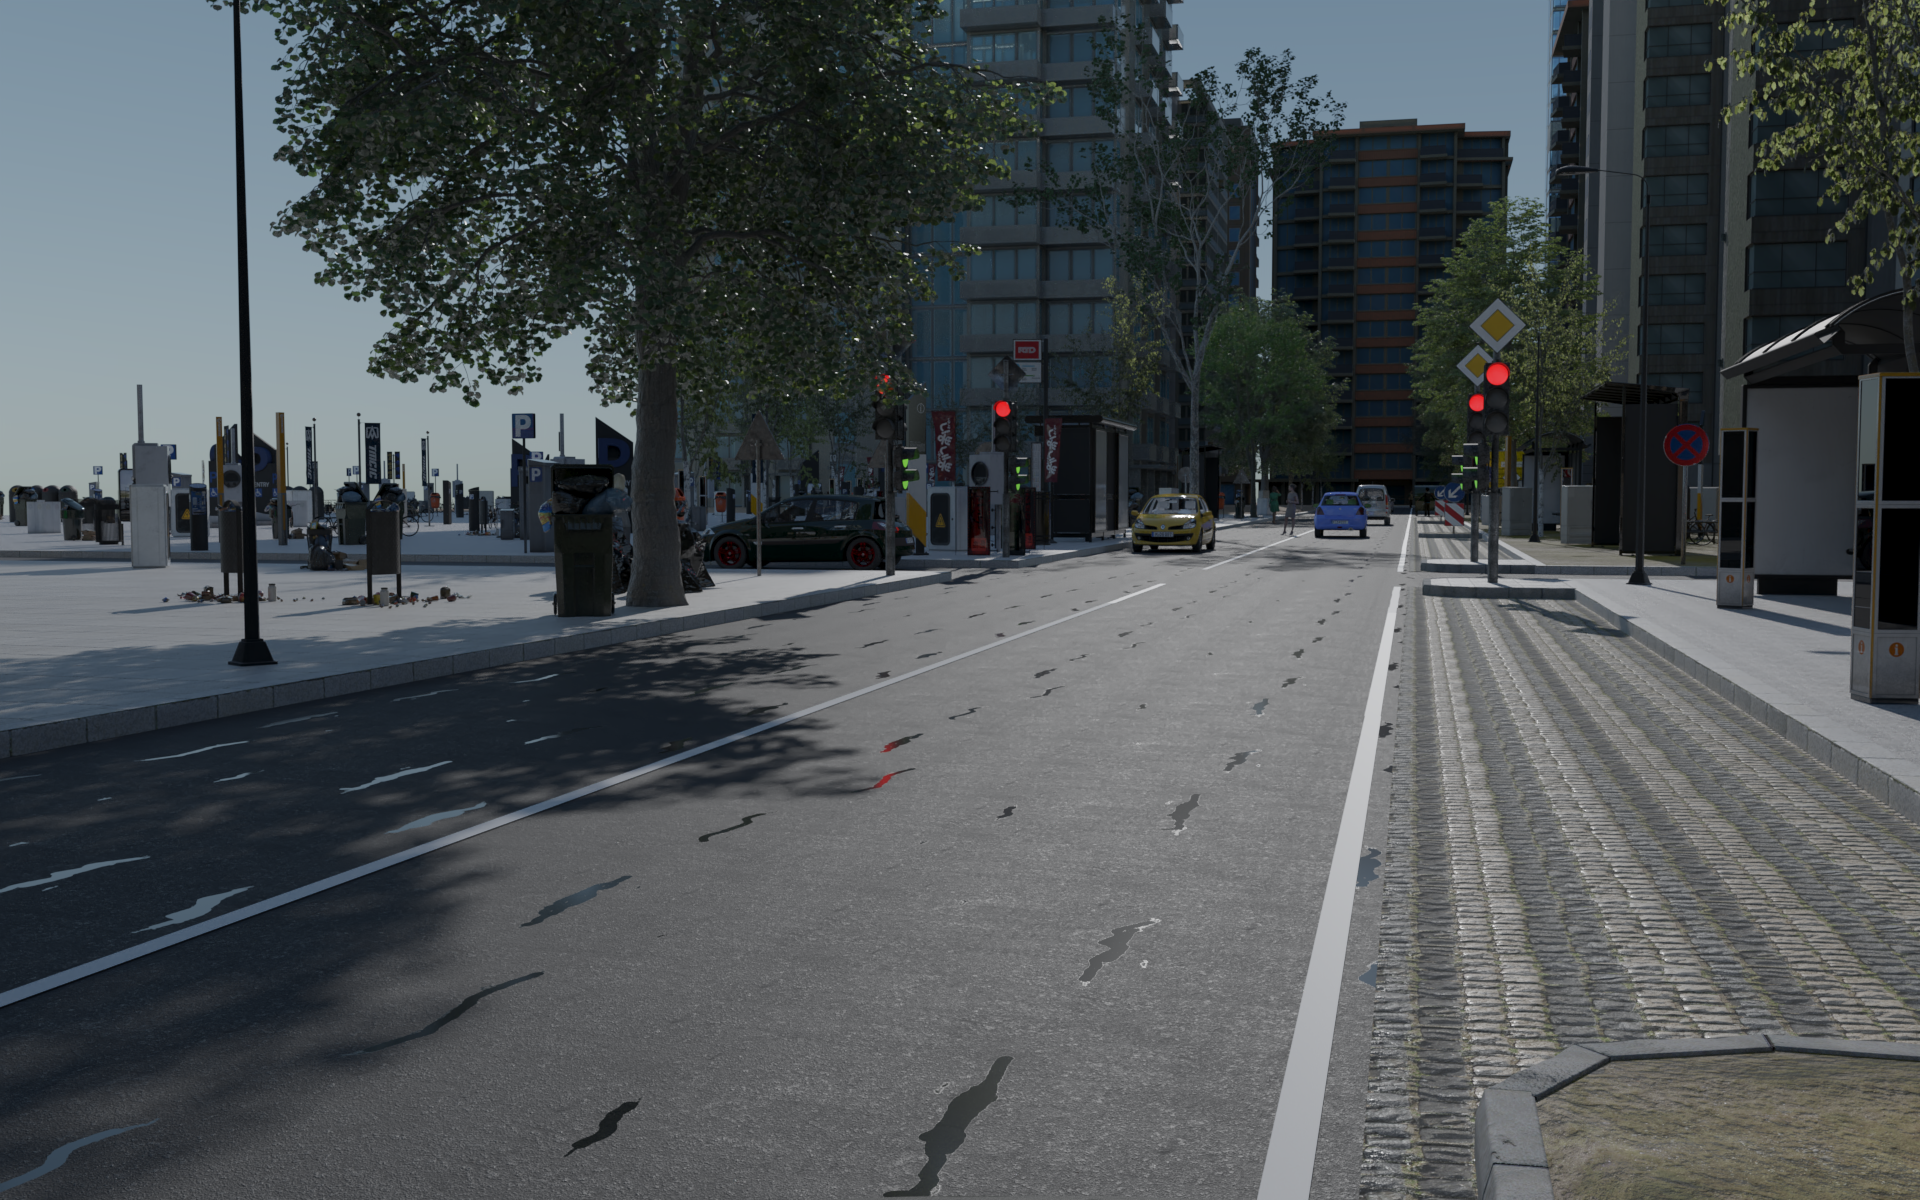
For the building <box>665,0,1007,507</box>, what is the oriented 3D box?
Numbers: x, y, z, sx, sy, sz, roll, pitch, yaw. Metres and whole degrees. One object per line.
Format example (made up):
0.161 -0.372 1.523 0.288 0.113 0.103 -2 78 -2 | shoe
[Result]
-13.131 -33.834 172.793 30.456 49.044 23.786 1 4 15 | building

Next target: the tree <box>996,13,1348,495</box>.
8.152 -13.084 69.805 12.611 20.169 13.585 0 3 0 | tree

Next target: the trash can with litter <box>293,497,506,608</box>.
-6.500 -0.584 20.599 1.678 1.210 2.233 1 4 22 | trash can with litter

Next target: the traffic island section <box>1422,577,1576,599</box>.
7.724 -0.169 25.046 2.009 0.180 2.903 1 4 15 | traffic island section

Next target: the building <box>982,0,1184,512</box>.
4.154 -31.025 126.867 23.786 49.044 30.456 1 4 15 | building

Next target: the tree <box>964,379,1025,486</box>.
3.038 -9.072 98.688 4.360 8.622 3.978 0 3 0 | tree

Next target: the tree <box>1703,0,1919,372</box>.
8.055 -3.903 14.173 4.360 8.622 3.978 0 3 0 | tree

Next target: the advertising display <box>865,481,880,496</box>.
-4.413 -4.927 85.771 0.974 1.923 0.123 -2 4 -23 | advertising display

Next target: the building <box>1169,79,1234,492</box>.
12.747 -28.793 162.644 23.993 40.220 32.217 1 4 15 | building

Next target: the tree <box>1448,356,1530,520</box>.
26.293 -8.342 86.754 4.737 8.622 4.395 0 3 0 | tree

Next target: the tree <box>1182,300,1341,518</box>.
15.819 -10.292 94.026 9.928 11.665 9.643 0 3 0 | tree

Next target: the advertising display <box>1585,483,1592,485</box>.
36.604 -5.797 99.997 0.974 1.923 0.123 2 4 32 | advertising display

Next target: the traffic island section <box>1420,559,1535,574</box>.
9.751 -0.642 32.771 2.009 0.180 2.903 1 4 15 | traffic island section

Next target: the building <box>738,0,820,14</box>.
-16.099 -47.874 220.996 20.611 71.187 20.563 1 4 15 | building

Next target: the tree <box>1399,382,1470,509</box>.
50.768 -16.266 176.324 12.009 13.543 11.850 0 3 0 | tree

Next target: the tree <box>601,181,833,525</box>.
-5.936 -5.420 38.972 4.737 8.622 4.395 0 3 0 | tree

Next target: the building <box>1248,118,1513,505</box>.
49.859 -33.704 205.676 28.867 44.769 22.147 1 4 15 | building

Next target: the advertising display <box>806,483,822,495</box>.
-8.478 -5.835 100.618 0.974 1.923 0.123 -2 4 -33 | advertising display

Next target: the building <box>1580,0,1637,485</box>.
55.830 -35.559 123.381 21.231 58.520 28.212 1 4 15 | building

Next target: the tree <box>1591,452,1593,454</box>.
29.508 -5.652 76.118 4.285 4.588 4.351 0 3 0 | tree

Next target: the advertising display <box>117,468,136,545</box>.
-20.653 -2.349 43.618 0.974 1.923 0.123 -3 4 -36 | advertising display

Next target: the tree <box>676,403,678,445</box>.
-13.043 -8.251 85.261 4.360 8.622 3.978 0 3 0 | tree

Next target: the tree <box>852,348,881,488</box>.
-4.639 -7.151 67.274 4.360 8.622 3.978 0 3 0 | tree

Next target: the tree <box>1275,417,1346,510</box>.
26.819 -11.380 136.430 4.737 8.622 4.395 0 3 0 | tree

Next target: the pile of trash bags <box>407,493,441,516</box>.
-31.596 -5.515 99.917 3.447 1.369 1.912 0 4 7 | pile of trash bags

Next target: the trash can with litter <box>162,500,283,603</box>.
-8.891 -0.615 21.116 1.678 1.210 2.233 -3 5 -41 | trash can with litter

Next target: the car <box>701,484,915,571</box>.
-2.944 -1.418 32.963 4.222 1.686 2.009 1 4 13 | car

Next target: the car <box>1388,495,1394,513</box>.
33.104 -7.574 136.197 2.083 1.381 4.827 1 4 16 | car

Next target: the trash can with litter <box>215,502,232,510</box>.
-22.362 -2.574 53.478 1.055 1.170 0.624 -3 5 -45 | trash can with litter

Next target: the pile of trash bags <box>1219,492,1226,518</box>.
13.202 -5.154 94.013 1.912 1.369 3.447 -2 4 -32 | pile of trash bags

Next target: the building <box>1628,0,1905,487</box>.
43.705 -19.719 94.101 14.160 30.474 14.107 1 4 15 | building

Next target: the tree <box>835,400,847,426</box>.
-7.454 -7.848 78.673 4.737 8.622 4.395 0 3 0 | tree

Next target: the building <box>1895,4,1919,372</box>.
38.021 -36.980 42.868 20.611 71.187 20.563 1 4 15 | building

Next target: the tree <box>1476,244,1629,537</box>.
17.636 -6.192 51.596 4.360 8.622 3.978 0 3 0 | tree

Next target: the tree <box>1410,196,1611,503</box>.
20.981 -9.099 66.890 7.486 12.596 7.792 0 3 0 | tree

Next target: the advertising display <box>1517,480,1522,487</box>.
25.318 -4.428 77.611 0.974 1.923 0.123 -2 4 -24 | advertising display

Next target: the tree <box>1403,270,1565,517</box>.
29.661 -11.657 97.254 9.857 13.997 8.962 0 3 0 | tree

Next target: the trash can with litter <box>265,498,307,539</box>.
-19.179 -2.319 49.302 0.624 1.170 1.055 2 4 29 | trash can with litter

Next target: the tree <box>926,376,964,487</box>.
-0.169 -9.680 108.635 4.360 8.622 3.978 0 3 0 | tree

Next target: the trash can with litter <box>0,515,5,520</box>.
-47.821 -4.540 85.612 1.055 1.170 0.624 0 4 -3 | trash can with litter

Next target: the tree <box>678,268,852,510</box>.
-6.213 -6.443 55.700 4.360 8.622 3.978 0 3 0 | tree

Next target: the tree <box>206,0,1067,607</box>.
-3.449 -6.911 19.653 9.857 13.997 8.962 0 3 0 | tree

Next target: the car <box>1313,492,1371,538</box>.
12.829 -2.976 58.250 1.945 1.707 3.694 1 4 14 | car

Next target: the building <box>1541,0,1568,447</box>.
78.828 -54.054 196.448 31.000 86.520 22.319 1 4 15 | building

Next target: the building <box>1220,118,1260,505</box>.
28.020 -34.077 207.262 14.200 45.320 14.600 1 4 15 | building

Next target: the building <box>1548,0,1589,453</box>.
63.402 -30.382 151.373 22.147 44.769 28.867 1 4 15 | building

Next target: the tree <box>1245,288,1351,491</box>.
18.936 -12.227 106.566 9.857 13.997 8.962 0 3 0 | tree

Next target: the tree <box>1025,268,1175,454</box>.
5.065 -6.498 56.602 4.360 8.622 3.978 0 3 0 | tree

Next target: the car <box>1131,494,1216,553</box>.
5.424 -2.052 43.769 2.015 1.641 3.980 1 4 15 | car
